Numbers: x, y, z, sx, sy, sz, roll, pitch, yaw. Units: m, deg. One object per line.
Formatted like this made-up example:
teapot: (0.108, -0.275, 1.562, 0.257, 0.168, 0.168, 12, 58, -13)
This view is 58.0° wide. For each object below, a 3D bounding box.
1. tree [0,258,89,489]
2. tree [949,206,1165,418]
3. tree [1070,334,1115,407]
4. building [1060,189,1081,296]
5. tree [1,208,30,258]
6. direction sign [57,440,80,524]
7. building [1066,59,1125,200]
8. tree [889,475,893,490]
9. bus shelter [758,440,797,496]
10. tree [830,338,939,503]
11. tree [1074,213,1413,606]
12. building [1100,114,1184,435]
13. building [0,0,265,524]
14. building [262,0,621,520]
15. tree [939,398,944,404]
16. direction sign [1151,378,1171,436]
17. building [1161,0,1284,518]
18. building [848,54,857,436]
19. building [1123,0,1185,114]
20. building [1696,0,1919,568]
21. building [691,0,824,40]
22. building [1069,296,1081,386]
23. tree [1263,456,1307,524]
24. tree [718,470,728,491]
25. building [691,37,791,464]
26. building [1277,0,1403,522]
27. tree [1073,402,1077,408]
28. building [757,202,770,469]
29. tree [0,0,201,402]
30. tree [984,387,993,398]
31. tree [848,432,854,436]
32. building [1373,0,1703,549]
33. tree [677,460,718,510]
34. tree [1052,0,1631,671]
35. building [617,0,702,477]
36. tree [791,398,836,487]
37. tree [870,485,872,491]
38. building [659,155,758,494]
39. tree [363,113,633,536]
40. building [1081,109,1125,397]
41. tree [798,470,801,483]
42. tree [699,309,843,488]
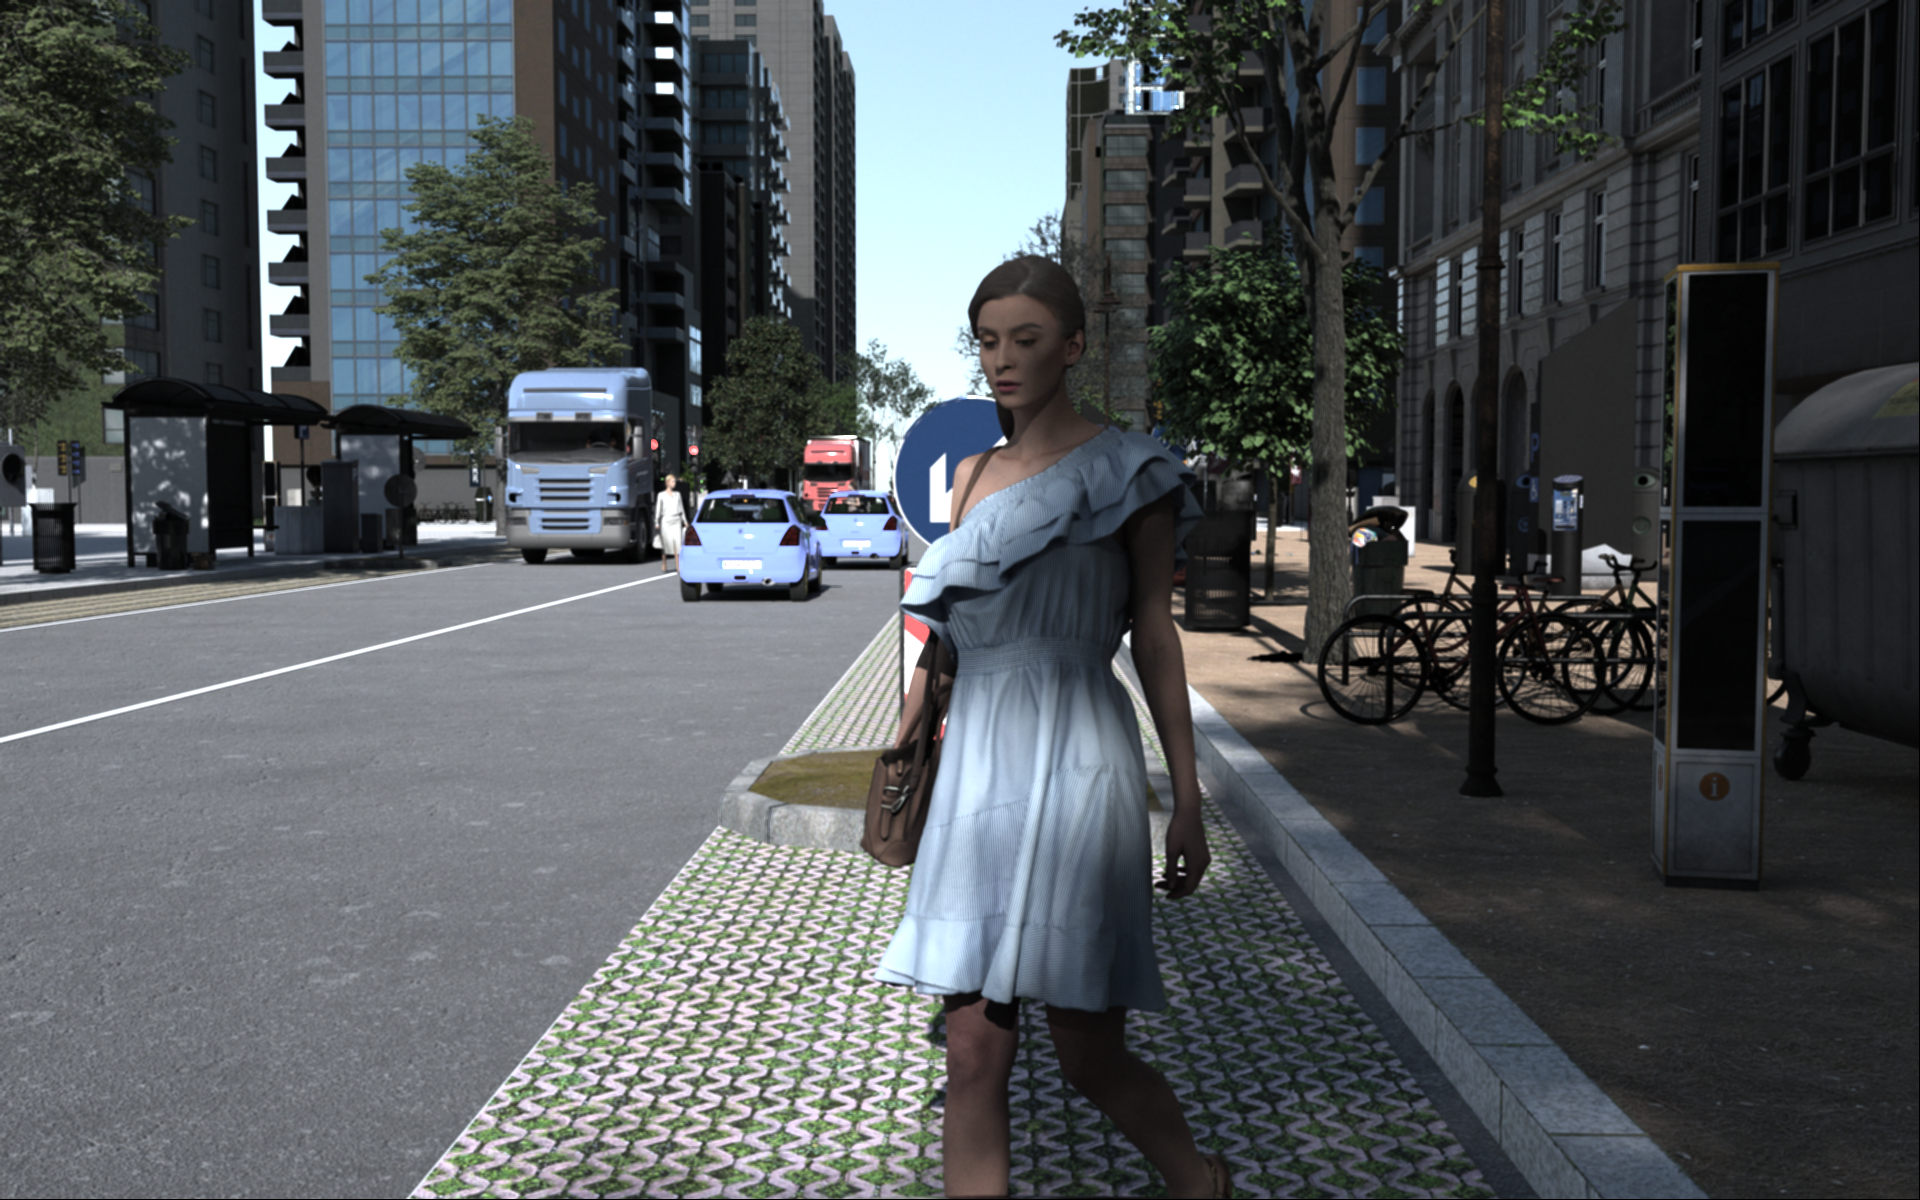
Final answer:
tree: (-30.641, -6.501, 56.660, 4.360, 8.622, 3.978, 0, 3, 0)
tree: (4.486, -10.071, 75.034, 12.009, 13.543, 11.850, 0, 3, 0)
tree: (5.514, -11.238, 101.870, 7.486, 12.596, 7.792, 0, 3, 0)
building: (26.609, -39.509, 269.671, 21.300, 48.544, 21.600, 0, 4, 1)
tree: (-22.871, -5.481, 39.981, 4.360, 8.622, 3.978, 0, 3, 0)
direction sign: (-37.644, -4.968, 73.223, 0.379, 3.537, 0.876, 3, 5, 43)
building: (26.066, -52.099, 290.062, 20.563, 71.187, 20.611, 0, 4, 1)
tree: (-9.062, -16.849, 259.188, 4.285, 4.588, 4.351, 0, 3, 0)
bus shelter: (-12.592, -8.728, 120.333, 2.179, 5.291, 8.768, 0, 4, 1)
tree: (-9.517, -21.520, 207.739, 12.611, 20.169, 13.585, 0, 3, 0)
tree: (3.643, -2.241, 20.354, 4.285, 4.588, 4.351, 0, 3, 0)
building: (17.813, -22.220, 134.994, 14.160, 30.474, 14.107, 0, 4, 1)
building: (-42.153, -24.238, 79.886, 14.086, 41.232, 14.154, 0, 4, 1)
building: (-26.133, -26.889, 89.745, 14.600, 45.320, 14.200, 0, 4, 1)
tree: (-7.740, -23.335, 237.411, 12.611, 20.169, 13.585, 0, 3, 0)
direction sign: (3.669, -2.384, 30.972, 0.379, 3.537, 0.876, 3, 5, 40)
building: (23.777, -27.480, 103.919, 22.147, 44.769, 28.867, 0, 4, 1)
building: (-26.200, -50.552, 264.777, 20.563, 71.187, 20.611, 0, 4, 1)
building: (25.591, -52.953, 178.448, 22.319, 86.520, 31.000, 0, 4, 1)
building: (17.824, -13.520, 14.565, 14.314, 27.812, 24.014, 0, 4, 1)
building: (-27.453, -49.295, 244.227, 20.563, 71.187, 20.611, 0, 4, 1)
building: (22.648, -29.364, 251.803, 14.160, 30.474, 14.107, 0, 4, 1)
tree: (13.626, -4.841, 73.748, 1.663, 3.219, 1.824, 0, 3, 0)
tree: (-19.234, -8.854, 139.365, 1.663, 3.219, 1.824, 0, 3, 0)
building: (-30.286, -34.685, 186.707, 23.786, 49.044, 30.456, 0, 4, 1)
building: (22.860, -26.267, 79.572, 14.200, 45.320, 14.600, 0, 4, 1)
tree: (4.107, -8.214, 84.665, 4.360, 8.622, 3.978, 0, 3, 0)
building: (-25.914, -24.027, 164.535, 14.160, 30.474, 14.107, 0, 4, 1)
tree: (-13.689, -6.383, 22.493, 7.486, 12.596, 7.792, 0, 3, 0)
tree: (6.243, -15.291, 156.661, 9.857, 13.997, 8.962, 0, 3, 0)
tree: (-11.263, -13.847, 176.758, 4.360, 8.622, 3.978, 0, 3, 0)
building: (18.420, -12.044, 38.728, 13.314, 21.916, 24.055, 0, 4, 1)
tree: (-12.976, -5.480, 84.203, 1.663, 3.219, 1.824, 0, 3, 0)
tree: (2.653, -5.329, 12.886, 9.928, 11.665, 9.643, 0, 3, 0)
building: (-29.875, -49.324, 119.115, 22.319, 86.520, 31.000, 0, 4, 1)
tree: (-11.128, -10.878, 128.212, 4.737, 8.622, 4.395, 0, 3, 0)
tree: (-10.139, -11.647, 185.032, 1.663, 3.219, 1.824, 0, 3, 0)
building: (-25.942, -23.165, 150.451, 14.160, 30.474, 14.107, 0, 4, 1)
tree: (-13.746, -8.179, 51.862, 7.486, 12.596, 7.792, 0, 3, 0)
building: (21.393, -33.785, 202.497, 14.600, 45.320, 14.200, 0, 4, 1)
tree: (-11.362, -9.478, 138.673, 4.285, 4.588, 4.351, 0, 3, 0)
tree: (-11.763, -11.637, 107.267, 9.611, 12.733, 9.660, 0, 3, 0)
